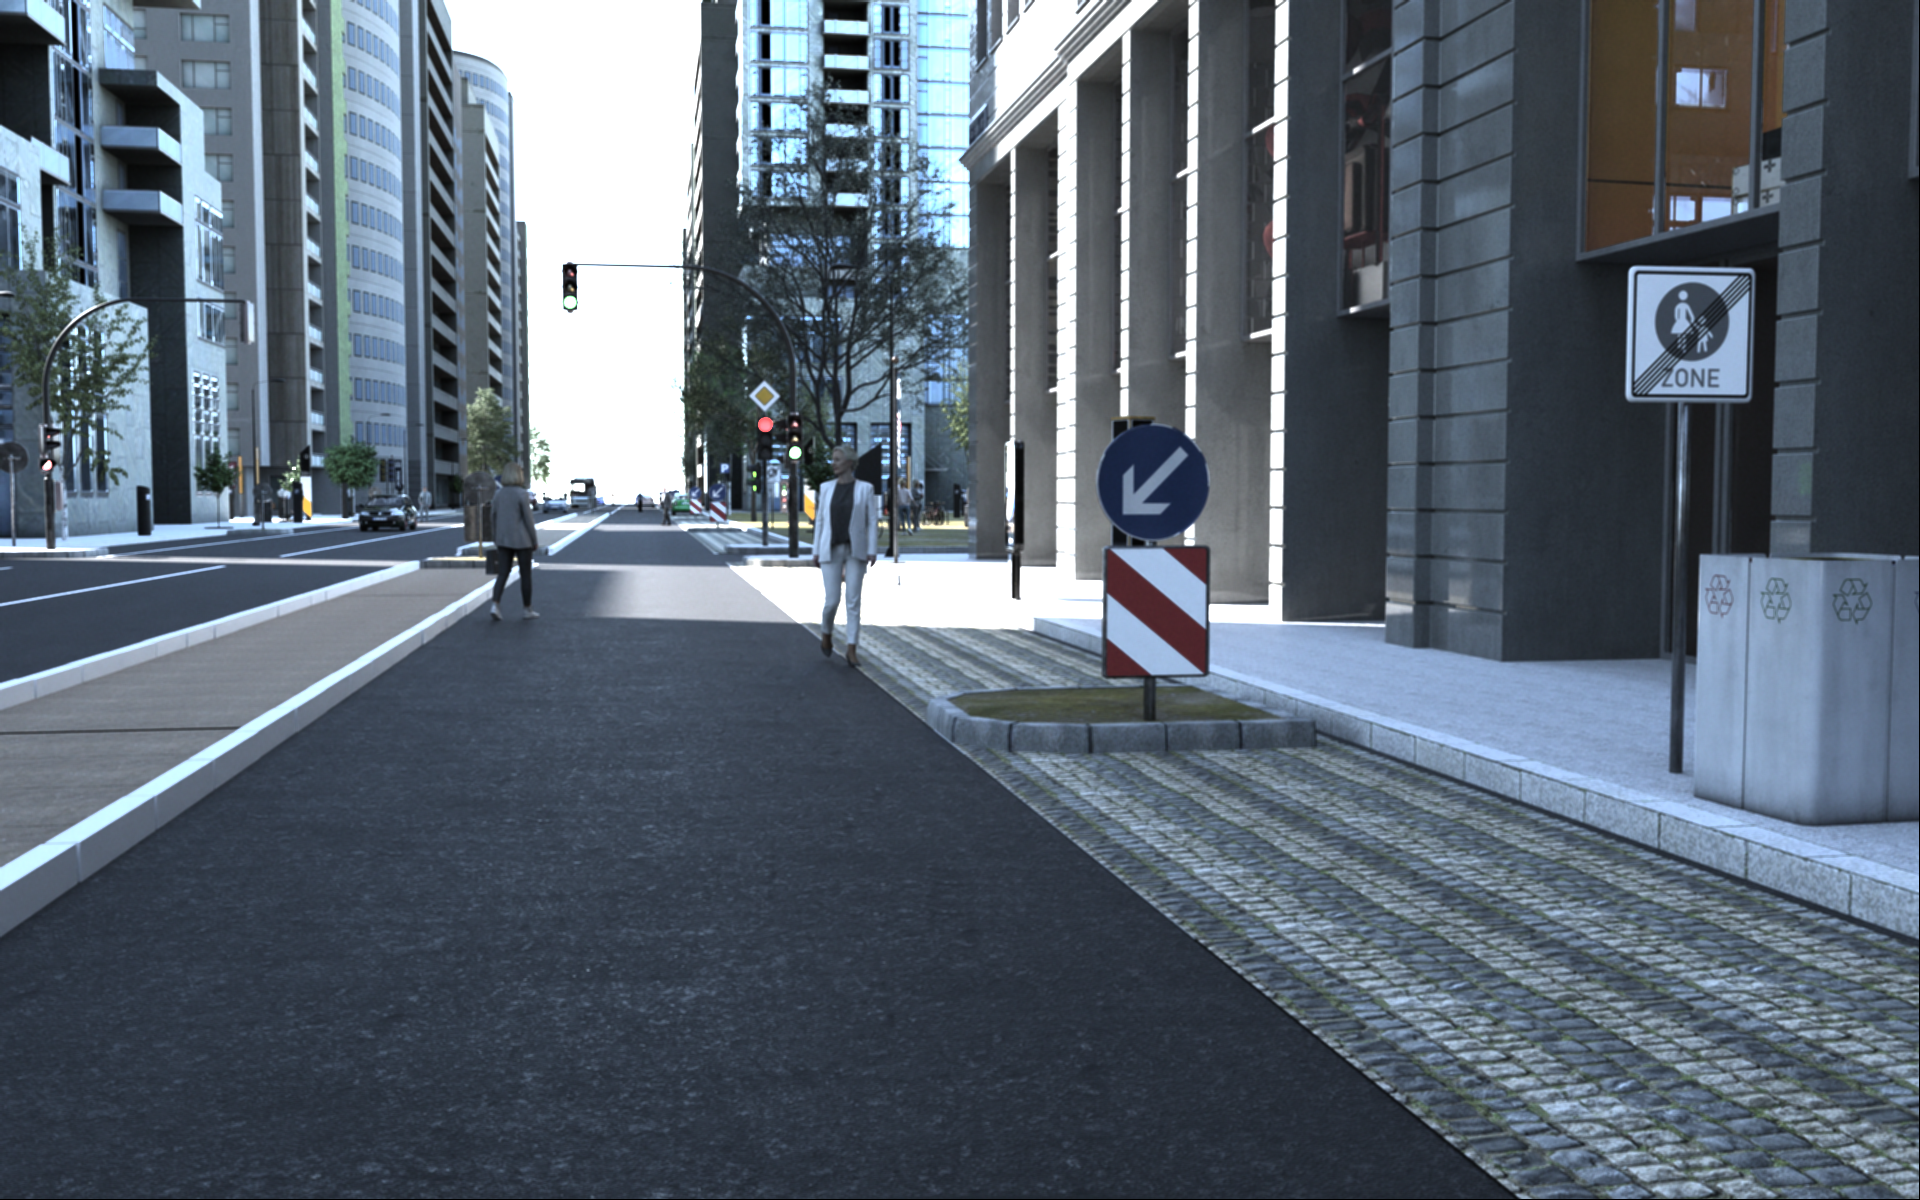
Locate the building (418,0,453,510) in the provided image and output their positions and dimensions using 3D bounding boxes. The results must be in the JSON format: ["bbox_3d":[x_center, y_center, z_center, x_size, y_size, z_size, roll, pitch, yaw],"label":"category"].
[{"bbox_3d":[-55.473,-32.130,149.022,21.300,48.544,21.600,-1,4,-10],"label":"building"}]

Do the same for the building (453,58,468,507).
[{"bbox_3d":[-55.697,-31.629,167.246,14.600,45.320,14.200,-1,4,-10],"label":"building"}]

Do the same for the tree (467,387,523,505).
[{"bbox_3d":[-50.447,-16.251,183.836,7.486,12.596,7.792,0,3,0],"label":"tree"}]

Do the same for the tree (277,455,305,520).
[{"bbox_3d":[-32.390,-5.538,85.140,1.663,3.219,1.824,0,3,0],"label":"tree"}]

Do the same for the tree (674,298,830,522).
[{"bbox_3d":[-9.766,-8.888,79.737,8.767,10.594,7.601,2,4,33],"label":"tree"}]

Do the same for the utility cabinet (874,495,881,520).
[{"bbox_3d":[-4.413,-4.587,86.152,1.020,1.237,0.306,2,4,31],"label":"utility cabinet"}]

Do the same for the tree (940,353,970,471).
[{"bbox_3d":[0.703,-8.546,90.089,4.737,8.622,4.395,0,3,0],"label":"tree"}]

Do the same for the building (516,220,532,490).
[{"bbox_3d":[-69.840,-34.671,250.469,14.154,41.232,14.086,-1,4,-10],"label":"building"}]

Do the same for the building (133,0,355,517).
[{"bbox_3d":[-44.511,-25.590,101.997,14.154,41.232,14.086,-1,4,-10],"label":"building"}]

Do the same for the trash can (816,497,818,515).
[{"bbox_3d":[-8.064,-5.450,100.754,0.748,1.137,0.748,0,3,0],"label":"trash can"}]

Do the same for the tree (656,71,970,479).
[{"bbox_3d":[-3.749,-8.633,51.524,12.009,13.543,11.850,0,3,0],"label":"tree"}]

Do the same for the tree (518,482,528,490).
[{"bbox_3d":[-58.223,-14.383,229.756,1.663,3.219,1.824,0,3,0],"label":"tree"}]

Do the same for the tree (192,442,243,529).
[{"bbox_3d":[-27.700,-4.264,64.319,1.663,3.219,1.824,0,3,0],"label":"tree"}]

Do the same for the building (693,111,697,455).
[{"bbox_3d":[-21.218,-30.655,184.809,14.154,41.232,14.086,-1,4,-10],"label":"building"}]

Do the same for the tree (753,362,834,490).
[{"bbox_3d":[-9.182,-8.936,96.459,4.360,8.622,3.978,0,3,0],"label":"tree"}]

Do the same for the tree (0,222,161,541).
[{"bbox_3d":[-24.438,-5.929,47.294,4.737,8.622,4.395,0,3,0],"label":"tree"}]

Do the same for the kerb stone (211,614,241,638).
[{"bbox_3d":[-7.503,0.282,17.584,0.120,0.150,1.000,-1,4,-10],"label":"kerb stone"}]

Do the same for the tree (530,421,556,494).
[{"bbox_3d":[-65.737,-21.338,267.007,7.486,12.596,7.792,0,3,0],"label":"tree"}]

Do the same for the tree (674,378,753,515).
[{"bbox_3d":[-14.121,-9.411,104.234,4.360,8.622,3.978,0,3,0],"label":"tree"}]

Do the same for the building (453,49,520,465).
[{"bbox_3d":[-70.136,-41.983,228.423,21.231,58.520,28.212,-1,4,-10],"label":"building"}]

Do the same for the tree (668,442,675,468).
[{"bbox_3d":[-31.210,-15.495,203.699,4.360,8.622,3.978,0,3,0],"label":"tree"}]

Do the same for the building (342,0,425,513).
[{"bbox_3d":[-51.304,-35.609,124.206,21.231,58.520,28.212,-1,4,-10],"label":"building"}]

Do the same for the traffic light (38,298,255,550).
[{"bbox_3d":[-18.882,-4.008,40.201,4.771,5.953,1.251,-1,4,-10],"label":"traffic light"}]

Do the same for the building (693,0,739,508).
[{"bbox_3d":[-14.539,-33.264,167.574,21.300,48.544,21.600,-1,4,-10],"label":"building"}]

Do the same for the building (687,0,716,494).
[{"bbox_3d":[-29.184,-49.687,250.638,20.563,71.187,20.611,-1,4,-10],"label":"building"}]

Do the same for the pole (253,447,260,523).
[{"bbox_3d":[-30.623,-4.989,75.421,0.158,3.312,0.155,0,3,0],"label":"pole"}]

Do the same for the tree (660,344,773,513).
[{"bbox_3d":[-16.692,-11.903,120.368,9.928,11.665,9.643,0,3,0],"label":"tree"}]

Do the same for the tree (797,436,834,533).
[{"bbox_3d":[-4.731,-3.881,58.057,1.663,3.219,1.824,0,3,0],"label":"tree"}]

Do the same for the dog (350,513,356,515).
[{"bbox_3d":[-36.522,-5.262,103.773,0.748,0.427,0.550,2,4,32],"label":"dog"}]

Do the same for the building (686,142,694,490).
[{"bbox_3d":[-24.977,-37.028,229.112,21.300,48.544,21.600,-1,4,-10],"label":"building"}]

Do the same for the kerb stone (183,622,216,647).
[{"bbox_3d":[-7.325,0.344,16.572,0.120,0.150,1.000,-1,4,-10],"label":"kerb stone"}]

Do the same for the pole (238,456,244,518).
[{"bbox_3d":[-38.816,-6.095,93.503,0.158,3.312,0.155,0,3,0],"label":"pole"}]

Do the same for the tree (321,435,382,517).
[{"bbox_3d":[-33.601,-6.857,95.833,4.285,4.588,4.351,0,3,0],"label":"tree"}]

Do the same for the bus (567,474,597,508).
[{"bbox_3d":[-39.297,-11.368,180.727,2.948,3.499,13.247,-1,4,-11],"label":"bus"}]

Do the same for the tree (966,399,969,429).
[{"bbox_3d":[2.264,-10.096,115.426,4.360,8.622,3.978,0,3,0],"label":"tree"}]

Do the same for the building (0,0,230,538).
[{"bbox_3d":[-40.063,-45.757,60.803,22.319,86.520,31.000,-1,4,-10],"label":"building"}]

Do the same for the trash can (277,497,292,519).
[{"bbox_3d":[-34.767,-4.742,89.182,0.748,1.137,0.748,0,3,0],"label":"trash can"}]

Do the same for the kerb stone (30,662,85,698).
[{"bbox_3d":[-6.579,0.594,12.538,0.120,0.150,1.000,-1,4,-10],"label":"kerb stone"}]

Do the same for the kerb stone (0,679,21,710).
[{"bbox_3d":[-6.398,0.652,11.528,0.120,0.150,1.000,-1,4,-10],"label":"kerb stone"}]

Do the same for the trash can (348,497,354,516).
[{"bbox_3d":[-35.210,-5.380,99.619,0.748,1.137,0.748,0,3,0],"label":"trash can"}]

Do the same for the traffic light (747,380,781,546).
[{"bbox_3d":[-4.835,-3.293,42.762,0.839,4.253,0.868,-1,4,-10],"label":"traffic light"}]

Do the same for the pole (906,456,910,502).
[{"bbox_3d":[-2.794,-6.105,93.662,0.158,3.312,0.155,0,3,0],"label":"pole"}]

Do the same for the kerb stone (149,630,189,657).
[{"bbox_3d":[-7.144,0.406,15.560,0.120,0.150,1.000,-1,4,-10],"label":"kerb stone"}]

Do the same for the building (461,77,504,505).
[{"bbox_3d":[-65.852,-35.507,204.237,21.300,48.544,21.600,-1,4,-10],"label":"building"}]

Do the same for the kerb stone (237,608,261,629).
[{"bbox_3d":[-7.699,0.221,18.588,0.120,0.150,1.000,-1,4,-10],"label":"kerb stone"}]

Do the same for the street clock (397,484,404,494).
[{"bbox_3d":[-36.720,-6.665,113.546,0.471,2.002,0.358,0,4,-3],"label":"street clock"}]

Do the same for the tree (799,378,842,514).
[{"bbox_3d":[-9.167,-9.684,108.701,4.737,8.622,4.395,0,3,0],"label":"tree"}]

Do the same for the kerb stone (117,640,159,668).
[{"bbox_3d":[-6.958,0.472,14.555,0.120,0.150,1.000,-1,4,-10],"label":"kerb stone"}]

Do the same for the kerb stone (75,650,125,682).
[{"bbox_3d":[-6.767,0.529,13.550,0.120,0.150,1.000,-1,4,-10],"label":"kerb stone"}]

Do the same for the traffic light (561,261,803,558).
[{"bbox_3d":[-5.428,-3.653,34.391,4.771,5.953,1.251,-1,4,-10],"label":"traffic light"}]

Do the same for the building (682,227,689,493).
[{"bbox_3d":[-35.811,-35.740,267.942,14.154,41.232,14.086,-1,4,-10],"label":"building"}]

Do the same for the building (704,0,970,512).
[{"bbox_3d":[-9.184,-50.592,139.842,22.319,86.520,31.000,-1,4,-10],"label":"building"}]

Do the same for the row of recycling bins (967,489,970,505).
[{"bbox_3d":[0.769,-4.008,72.636,1.069,1.692,3.534,0,4,-2],"label":"row of recycling bins"}]

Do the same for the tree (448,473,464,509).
[{"bbox_3d":[-42.830,-9.378,147.939,1.663,3.219,1.824,0,3,0],"label":"tree"}]

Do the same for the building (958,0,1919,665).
[{"bbox_3d":[8.125,-14.855,20.370,11.434,29.767,29.804,-1,4,-10],"label":"building"}]
